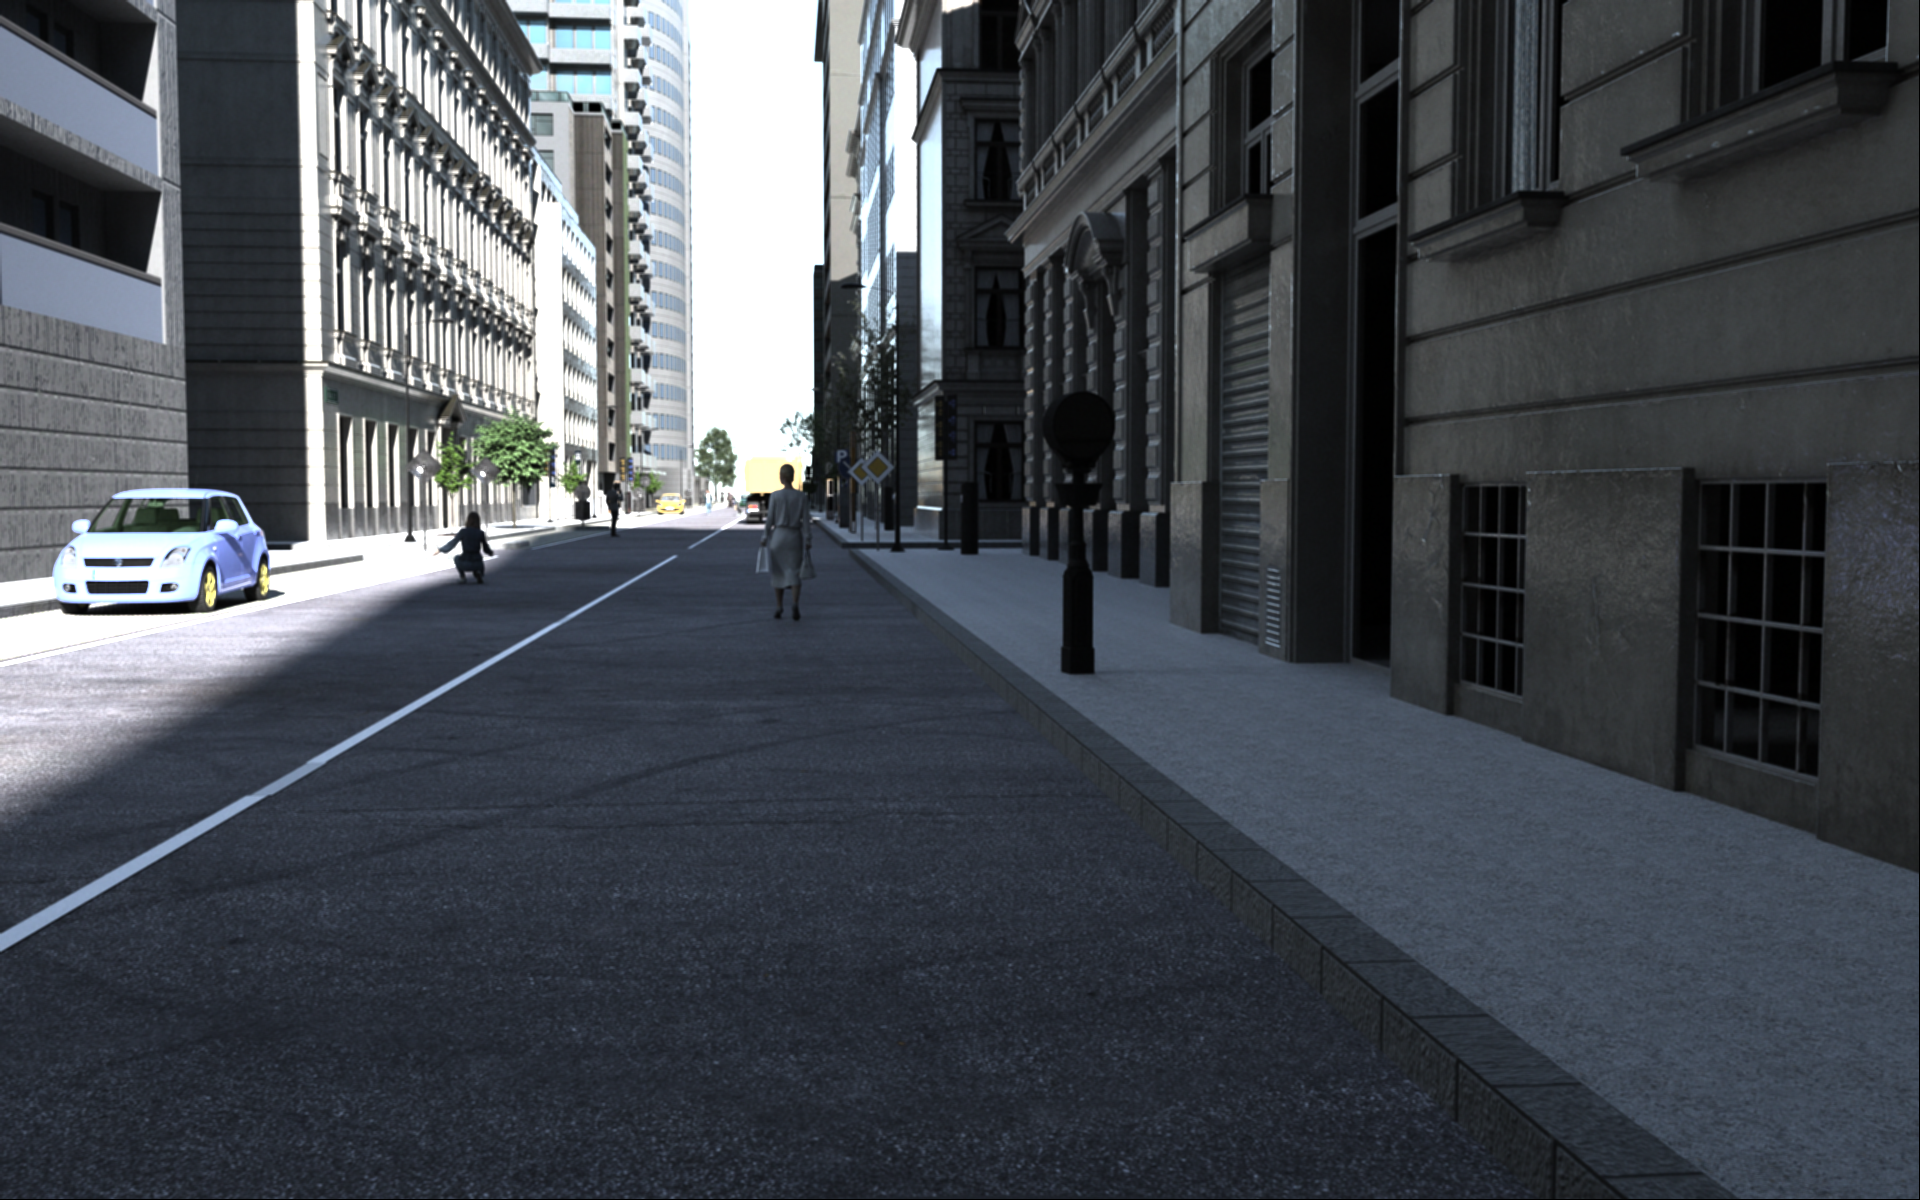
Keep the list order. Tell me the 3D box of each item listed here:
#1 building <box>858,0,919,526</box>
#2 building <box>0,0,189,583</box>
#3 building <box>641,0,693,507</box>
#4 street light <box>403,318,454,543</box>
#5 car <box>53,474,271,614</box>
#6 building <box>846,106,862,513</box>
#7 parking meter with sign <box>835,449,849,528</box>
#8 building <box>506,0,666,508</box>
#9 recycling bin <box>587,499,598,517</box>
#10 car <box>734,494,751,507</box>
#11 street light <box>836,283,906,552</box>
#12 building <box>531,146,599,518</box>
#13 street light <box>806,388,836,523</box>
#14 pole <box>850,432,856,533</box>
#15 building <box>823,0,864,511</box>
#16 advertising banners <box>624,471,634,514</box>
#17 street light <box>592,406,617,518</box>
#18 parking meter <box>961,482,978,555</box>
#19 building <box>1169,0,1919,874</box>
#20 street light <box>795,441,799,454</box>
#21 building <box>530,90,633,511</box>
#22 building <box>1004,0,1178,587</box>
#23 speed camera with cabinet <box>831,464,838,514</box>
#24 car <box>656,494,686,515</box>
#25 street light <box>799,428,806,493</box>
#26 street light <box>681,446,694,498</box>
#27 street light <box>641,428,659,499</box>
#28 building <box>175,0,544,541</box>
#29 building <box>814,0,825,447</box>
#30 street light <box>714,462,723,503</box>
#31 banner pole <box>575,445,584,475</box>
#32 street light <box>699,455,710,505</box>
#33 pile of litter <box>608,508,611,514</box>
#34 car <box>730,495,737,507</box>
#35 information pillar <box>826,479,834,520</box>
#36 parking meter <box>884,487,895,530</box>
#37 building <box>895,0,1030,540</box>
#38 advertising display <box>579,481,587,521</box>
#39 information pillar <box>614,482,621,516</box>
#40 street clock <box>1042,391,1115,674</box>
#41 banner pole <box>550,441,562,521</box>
[{"bbox_3d":[1.333,-18.690,83.082,11.434,29.767,29.804,0,4,-6],"label":"building"},{"bbox_3d":[-28.052,-29.551,25.153,28.212,58.520,21.231,0,4,-6],"label":"building"},{"bbox_3d":[-39.033,-38.916,178.280,21.231,58.520,28.212,0,4,-6],"label":"building"},{"bbox_3d":[-14.045,-4.481,45.802,1.470,5.913,1.316,0,4,-6],"label":"street light"},{"bbox_3d":[-9.950,-0.743,21.735,1.945,1.707,3.694,0,4,-7],"label":"car"},{"bbox_3d":[0.077,-19.752,110.329,14.401,28.519,23.554,0,4,-6],"label":"building"},{"bbox_3d":[-4.490,-4.301,66.580,0.543,3.016,1.738,0,4,-7],"label":"parking meter with sign"},{"bbox_3d":[-38.114,-32.378,148.983,23.786,49.044,30.456,0,4,-6],"label":"building"},{"bbox_3d":[-20.744,-5.170,97.081,0.722,1.027,0.722,-3,4,-38],"label":"recycling bin"},{"bbox_3d":[-21.645,-9.930,174.156,2.131,1.459,4.920,0,4,-6],"label":"car"},{"bbox_3d":[-1.926,-4.023,38.323,1.470,5.913,1.316,0,4,-6],"label":"street light"},{"bbox_3d":[-26.818,-14.902,98.403,10.420,20.320,16.860,0,4,-6],"label":"building"},{"bbox_3d":[-5.878,-6.331,76.058,1.470,5.913,1.316,0,4,-6],"label":"street light"},{"bbox_3d":[-3.507,-3.854,56.848,0.158,3.312,0.155,0,3,0],"label":"pole"},{"bbox_3d":[-0.365,-31.794,143.531,21.300,48.544,21.600,0,4,-6],"label":"building"},{"bbox_3d":[-21.508,-7.121,112.617,0.090,3.025,2.074,-2,4,-26],"label":"advertising banners"},{"bbox_3d":[-18.700,-7.246,91.021,1.470,5.913,1.316,0,4,-6],"label":"street light"},{"bbox_3d":[0.203,-1.741,36.883,0.372,1.533,0.369,0,3,0],"label":"parking meter"},{"bbox_3d":[10.748,-10.388,3.128,16.112,22.955,30.059,0,4,-6],"label":"building"},{"bbox_3d":[-13.493,-10.968,151.869,1.470,5.913,1.316,0,4,-6],"label":"street light"},{"bbox_3d":[-31.981,-21.756,127.419,14.160,30.474,14.107,0,4,-6],"label":"building"},{"bbox_3d":[7.027,-12.167,27.816,11.050,23.489,19.941,0,4,-6],"label":"building"},{"bbox_3d":[-8.318,-7.270,113.201,0.660,3.252,2.038,0,4,6],"label":"speed camera with cabinet"},{"bbox_3d":[-19.890,-6.668,119.244,2.015,1.641,3.980,0,4,-7],"label":"car"},{"bbox_3d":[-10.307,-9.098,121.299,1.470,5.913,1.316,0,4,-6],"label":"street light"},{"bbox_3d":[-26.391,-11.918,167.407,1.470,5.913,1.316,0,4,-6],"label":"street light"},{"bbox_3d":[-21.880,-9.139,121.958,1.470,5.913,1.316,0,4,-6],"label":"street light"},{"bbox_3d":[-27.240,-17.750,66.628,17.030,29.872,44.131,0,4,-6],"label":"building"},{"bbox_3d":[-0.746,-36.350,183.563,28.713,52.752,27.495,0,4,-6],"label":"building"},{"bbox_3d":[-34.892,-16.964,249.902,1.470,5.913,1.316,0,4,-6],"label":"street light"},{"bbox_3d":[-19.292,-5.994,88.021,0.863,3.779,0.401,3,4,36],"label":"banner pole"},{"bbox_3d":[-30.223,-14.198,204.685,1.470,5.913,1.316,0,4,-6],"label":"street light"},{"bbox_3d":[-23.758,-6.232,115.859,1.176,0.858,1.719,0,4,-7],"label":"pile of litter"},{"bbox_3d":[-25.110,-11.171,195.225,1.945,1.354,3.894,0,4,-7],"label":"car"},{"bbox_3d":[-6.506,-5.024,86.638,0.304,2.012,0.304,-1,4,-22],"label":"information pillar"},{"bbox_3d":[-2.492,-3.231,61.245,0.372,1.533,0.369,0,3,0],"label":"parking meter"},{"bbox_3d":[7.954,-11.561,53.648,19.286,19.102,10.561,0,4,-6],"label":"building"},{"bbox_3d":[-17.999,-4.740,82.709,0.123,1.923,0.974,0,4,5],"label":"advertising display"},{"bbox_3d":[-20.135,-5.955,101.857,0.304,2.012,0.304,2,4,27],"label":"information pillar"},{"bbox_3d":[0.845,-0.477,12.371,0.471,2.002,0.358,-1,4,-17],"label":"street clock"},{"bbox_3d":[-19.209,-5.633,82.121,0.863,3.779,0.401,3,5,42],"label":"banner pole"}]
